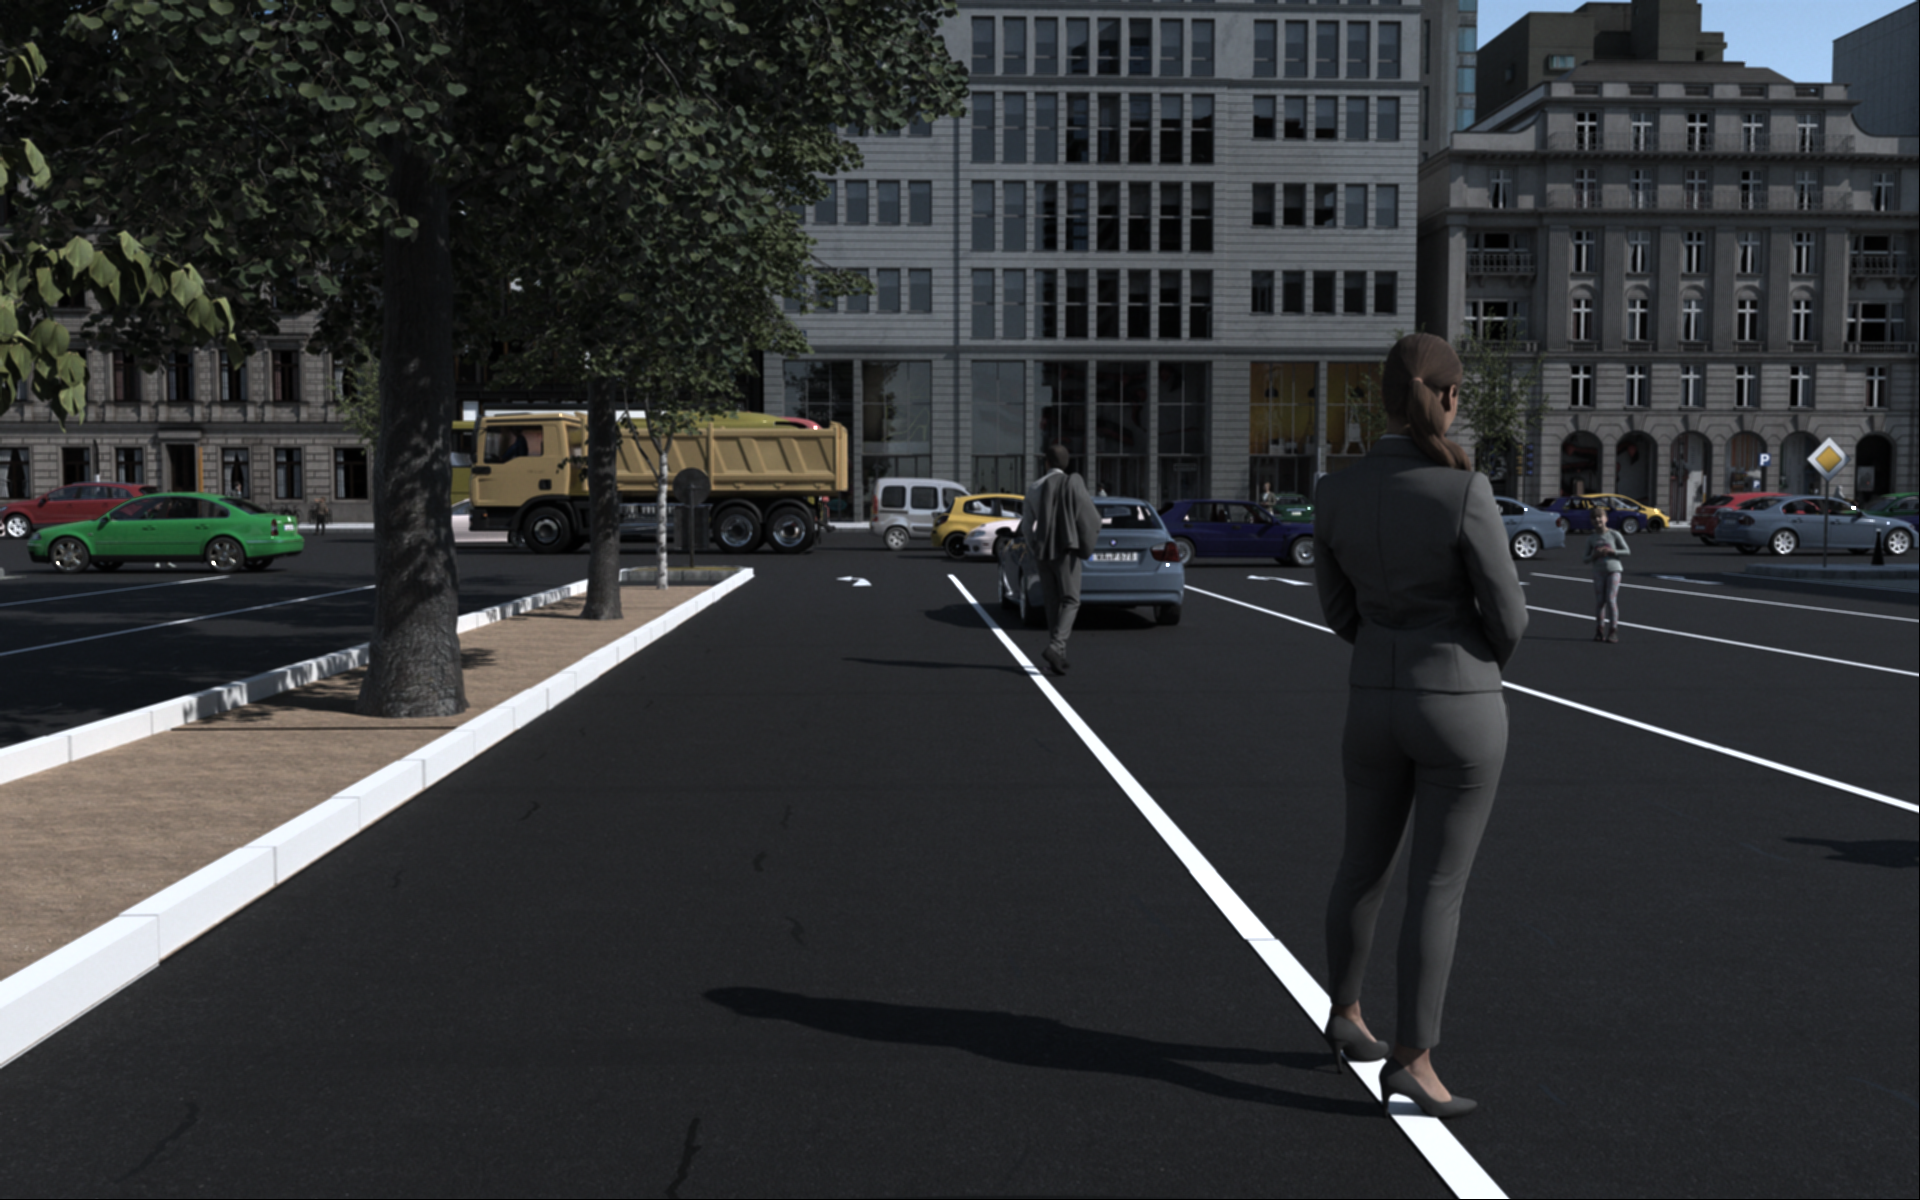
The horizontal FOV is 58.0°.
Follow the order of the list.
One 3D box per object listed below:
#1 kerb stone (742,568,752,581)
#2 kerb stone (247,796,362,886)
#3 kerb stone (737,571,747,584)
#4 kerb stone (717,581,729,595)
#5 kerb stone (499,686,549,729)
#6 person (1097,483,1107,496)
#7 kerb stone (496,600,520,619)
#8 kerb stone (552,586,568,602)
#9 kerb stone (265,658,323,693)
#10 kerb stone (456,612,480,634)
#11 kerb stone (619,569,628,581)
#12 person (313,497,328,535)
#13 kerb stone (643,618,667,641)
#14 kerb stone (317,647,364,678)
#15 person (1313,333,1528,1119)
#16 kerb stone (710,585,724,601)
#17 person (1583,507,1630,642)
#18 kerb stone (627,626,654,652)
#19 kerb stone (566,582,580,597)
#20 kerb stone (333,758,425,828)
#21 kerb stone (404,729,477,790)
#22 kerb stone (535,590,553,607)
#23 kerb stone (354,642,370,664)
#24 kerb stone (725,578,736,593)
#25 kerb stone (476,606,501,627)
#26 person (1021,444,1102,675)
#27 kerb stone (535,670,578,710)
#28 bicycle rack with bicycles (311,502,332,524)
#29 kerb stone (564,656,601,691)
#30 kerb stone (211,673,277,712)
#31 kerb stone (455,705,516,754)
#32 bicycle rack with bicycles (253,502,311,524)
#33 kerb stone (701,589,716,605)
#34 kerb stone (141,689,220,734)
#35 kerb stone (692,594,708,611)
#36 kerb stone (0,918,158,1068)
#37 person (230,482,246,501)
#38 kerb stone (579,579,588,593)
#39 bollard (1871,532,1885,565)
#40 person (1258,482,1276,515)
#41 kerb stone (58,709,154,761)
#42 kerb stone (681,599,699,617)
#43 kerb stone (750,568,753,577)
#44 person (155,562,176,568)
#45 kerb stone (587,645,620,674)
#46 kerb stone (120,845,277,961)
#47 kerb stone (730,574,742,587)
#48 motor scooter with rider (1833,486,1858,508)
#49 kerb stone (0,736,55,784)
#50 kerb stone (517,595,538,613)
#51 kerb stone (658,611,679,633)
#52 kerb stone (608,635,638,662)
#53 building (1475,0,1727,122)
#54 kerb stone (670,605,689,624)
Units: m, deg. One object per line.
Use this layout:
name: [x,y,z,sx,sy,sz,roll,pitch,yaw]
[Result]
kerb stone: [-3.562,-0.383,28.463,0.120,0.150,1.000,0,4,-3]
kerb stone: [-2.576,0.943,6.816,0.120,0.150,1.000,0,4,-3]
kerb stone: [-3.519,-0.321,27.437,0.120,0.150,1.000,0,4,-3]
kerb stone: [-3.380,-0.126,24.338,0.120,0.150,1.000,0,4,-3]
kerb stone: [-2.767,0.689,10.930,0.120,0.150,1.000,0,4,-3]
person: [4.560,-2.936,56.680,0.466,1.800,0.511,1,4,9]
kerb stone: [-5.282,0.134,20.008,0.120,0.150,1.000,0,4,-3]
kerb stone: [-5.417,-0.054,23.099,0.120,0.150,1.000,0,4,-3]
kerb stone: [-4.953,0.574,12.810,0.120,0.150,1.000,0,4,-3]
kerb stone: [-5.185,0.259,17.953,0.120,0.150,1.000,0,4,-3]
kerb stone: [-5.704,-0.428,29.277,0.120,0.150,1.000,0,4,-3]
person: [-22.394,-2.947,60.593,0.340,1.345,0.435,2,4,30]
kerb stone: [-3.043,0.310,17.119,0.120,0.150,1.000,0,4,-3]
kerb stone: [-4.998,0.511,13.837,0.120,0.150,1.000,0,4,-3]
person: [1.092,0.288,4.064,0.520,1.790,0.573,2,4,31]
kerb stone: [-3.322,-0.068,23.302,0.120,0.150,1.000,0,4,-3]
person: [6.285,-0.249,16.847,0.425,1.301,0.394,1,4,17]
kerb stone: [-2.999,0.375,16.092,0.120,0.150,1.000,0,4,-3]
kerb stone: [-5.474,-0.114,24.134,0.120,0.150,1.000,0,4,-3]
kerb stone: [-2.628,0.878,7.843,0.120,0.150,1.000,0,4,-3]
kerb stone: [-2.668,0.815,8.877,0.120,0.150,1.000,0,4,-3]
kerb stone: [-5.373,0.009,22.072,0.120,0.150,1.000,0,4,-3]
kerb stone: [-5.051,0.449,14.864,0.120,0.150,1.000,0,4,-3]
kerb stone: [-3.422,-0.190,25.365,0.120,0.150,1.000,0,4,-3]
kerb stone: [-5.228,0.197,18.980,0.120,0.150,1.000,0,4,-3]
person: [0.818,-0.325,13.911,0.679,1.850,0.850,1,4,21]
kerb stone: [-2.804,0.629,11.957,0.120,0.150,1.000,0,4,-3]
bicycle rack with bicycles: [-28.183,-3.754,74.760,2.852,0.926,2.925,0,4,4]
kerb stone: [-2.853,0.563,12.991,0.120,0.150,1.000,0,4,-3]
kerb stone: [-4.896,0.637,11.773,0.120,0.150,1.000,0,4,-3]
kerb stone: [-2.719,0.752,9.903,0.120,0.150,1.000,0,4,-3]
bicycle rack with bicycles: [-27.722,-3.351,68.169,2.852,0.926,2.925,3,5,45]
kerb stone: [-3.283,-0.005,22.275,0.120,0.150,1.000,0,4,-3]
kerb stone: [-4.858,0.701,10.741,0.120,0.150,1.000,0,4,-3]
kerb stone: [-3.232,0.058,21.242,0.120,0.150,1.000,0,4,-3]
kerb stone: [-2.474,1.066,4.763,0.120,0.150,1.000,0,4,-3]
person: [-24.331,-3.070,58.500,0.447,1.846,0.655,0,4,2]
kerb stone: [-5.514,-0.181,25.161,0.120,0.150,1.000,0,4,-3]
bollard: [16.594,-0.933,31.295,0.229,0.601,0.229,0,3,0]
person: [8.543,-2.405,48.376,0.519,1.759,0.362,2,4,30]
kerb stone: [-4.810,0.764,9.715,0.120,0.150,1.000,0,4,-3]
kerb stone: [-3.190,0.123,20.208,0.120,0.150,1.000,0,4,-3]
kerb stone: [-3.618,-0.446,29.493,0.120,0.150,1.000,0,4,-3]
person: [-15.573,-1.305,33.749,0.340,1.345,0.435,2,4,33]
kerb stone: [-2.911,0.500,14.018,0.120,0.150,1.000,0,4,-3]
kerb stone: [-2.530,1.003,5.789,0.120,0.150,1.000,0,4,-3]
kerb stone: [-3.469,-0.257,26.400,0.120,0.150,1.000,0,4,-3]
motor scooter with rider: [32.436,-3.327,63.353,1.986,1.779,0.876,0,4,-3]
kerb stone: [-4.770,0.826,8.688,0.120,0.150,1.000,0,4,-3]
kerb stone: [-5.324,0.070,21.045,0.120,0.150,1.000,0,4,-3]
kerb stone: [-3.087,0.250,18.150,0.120,0.150,1.000,0,4,-3]
kerb stone: [-2.955,0.438,15.058,0.120,0.150,1.000,0,4,-3]
building: [61.741,-33.372,169.340,21.600,48.544,21.300,0,4,-3]
kerb stone: [-3.143,0.185,19.181,0.120,0.150,1.000,0,4,-3]
